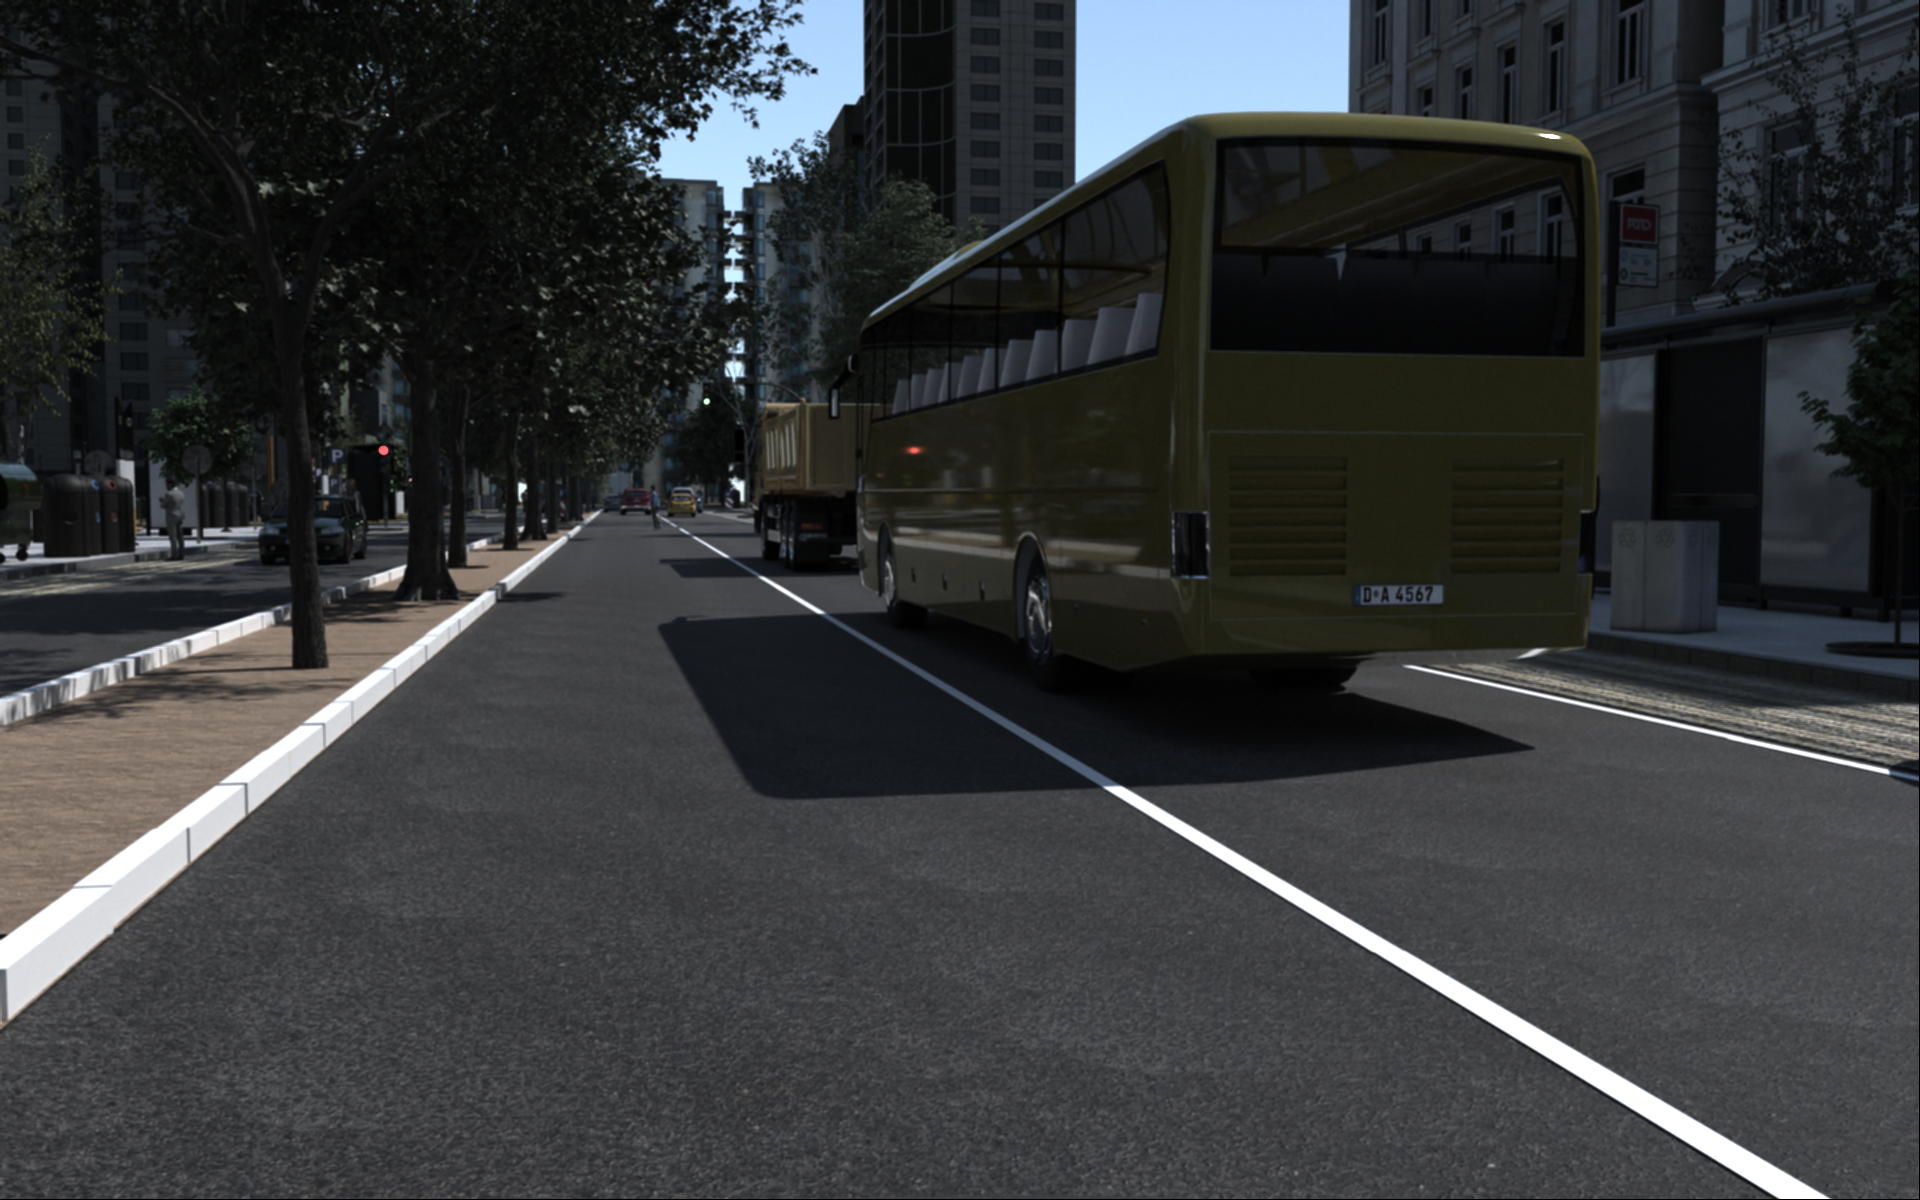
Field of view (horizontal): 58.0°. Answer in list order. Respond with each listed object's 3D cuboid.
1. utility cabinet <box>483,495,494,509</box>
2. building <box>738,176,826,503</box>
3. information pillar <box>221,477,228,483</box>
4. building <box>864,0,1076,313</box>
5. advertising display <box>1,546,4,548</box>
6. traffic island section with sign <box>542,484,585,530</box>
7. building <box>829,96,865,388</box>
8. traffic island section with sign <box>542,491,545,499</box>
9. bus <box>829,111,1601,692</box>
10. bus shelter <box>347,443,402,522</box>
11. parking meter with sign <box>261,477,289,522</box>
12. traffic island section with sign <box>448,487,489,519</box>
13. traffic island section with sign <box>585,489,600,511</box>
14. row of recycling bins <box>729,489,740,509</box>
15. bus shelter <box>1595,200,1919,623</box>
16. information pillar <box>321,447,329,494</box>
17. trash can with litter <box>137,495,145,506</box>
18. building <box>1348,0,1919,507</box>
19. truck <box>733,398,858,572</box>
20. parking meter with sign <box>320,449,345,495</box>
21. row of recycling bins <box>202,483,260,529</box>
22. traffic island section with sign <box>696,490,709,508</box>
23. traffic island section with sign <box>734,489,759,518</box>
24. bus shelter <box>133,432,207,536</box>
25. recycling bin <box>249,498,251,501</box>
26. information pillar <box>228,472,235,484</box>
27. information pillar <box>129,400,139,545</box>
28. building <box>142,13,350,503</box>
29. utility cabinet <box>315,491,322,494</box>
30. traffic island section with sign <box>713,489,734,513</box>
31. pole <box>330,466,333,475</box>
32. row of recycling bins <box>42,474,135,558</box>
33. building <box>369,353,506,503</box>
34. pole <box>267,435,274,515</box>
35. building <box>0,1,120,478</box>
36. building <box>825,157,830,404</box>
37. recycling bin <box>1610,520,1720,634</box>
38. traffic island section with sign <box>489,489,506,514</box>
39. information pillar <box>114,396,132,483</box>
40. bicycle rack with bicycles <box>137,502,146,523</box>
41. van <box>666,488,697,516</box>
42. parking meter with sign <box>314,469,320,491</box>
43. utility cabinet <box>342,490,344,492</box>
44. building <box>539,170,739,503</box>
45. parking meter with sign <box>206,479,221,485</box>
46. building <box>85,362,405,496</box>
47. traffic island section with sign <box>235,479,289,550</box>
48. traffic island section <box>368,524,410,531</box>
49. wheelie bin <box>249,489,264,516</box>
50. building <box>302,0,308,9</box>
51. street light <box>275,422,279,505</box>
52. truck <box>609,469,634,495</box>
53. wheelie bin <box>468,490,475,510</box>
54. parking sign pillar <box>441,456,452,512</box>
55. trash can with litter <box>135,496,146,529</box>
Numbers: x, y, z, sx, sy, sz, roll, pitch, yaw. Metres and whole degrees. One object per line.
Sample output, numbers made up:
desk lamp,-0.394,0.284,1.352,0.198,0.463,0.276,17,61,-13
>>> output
utility cabinet,-40.188,-8.339,147.511,1.020,1.237,0.306,2,4,28
building,-19.182,-39.400,263.805,30.456,49.044,23.786,-1,4,-11
information pillar,-47.415,-7.333,111.248,0.183,3.616,0.504,-2,4,-35
building,-0.566,-45.318,179.203,20.563,71.187,20.611,-1,4,-11
advertising display,-23.173,-2.196,41.116,0.974,1.923,0.123,0,4,3
traffic island section with sign,-17.735,-4.185,76.564,2.006,1.907,1.989,-1,4,-11
building,-7.089,-33.421,196.548,14.600,45.320,14.200,-1,4,-11
traffic island section with sign,-48.588,-11.896,203.121,1.989,1.847,2.006,-1,4,-11
bus,1.114,-1.465,15.498,2.896,3.916,12.252,-1,4,-12
bus shelter,-27.649,-5.547,81.969,1.731,3.624,6.357,-1,4,-11
parking meter with sign,-31.031,-5.067,79.108,1.738,3.016,0.543,0,4,-4
traffic island section with sign,-28.438,-5.582,99.900,1.989,1.847,2.006,-1,4,-11
traffic island section with sign,-32.138,-8.696,150.315,2.006,1.907,1.989,-1,4,-11
row of recycling bins,-19.695,-8.831,151.504,1.069,1.692,3.534,-1,4,-10
bus shelter,9.160,-2.678,21.424,2.179,5.291,8.768,-1,4,-11
information pillar,-27.945,-5.190,76.218,0.183,3.616,0.504,0,4,8
trash can with litter,-64.556,-7.633,136.183,0.624,1.170,1.055,2,4,26
building,21.197,-16.232,51.305,13.634,28.700,20.117,-1,4,-11
truck,-2.650,-2.436,35.749,3.469,3.379,9.791,-1,4,-12
parking meter with sign,-23.852,-4.270,66.069,0.543,3.016,1.738,-1,4,-11
row of recycling bins,-28.173,-3.591,65.818,1.069,1.692,3.534,1,4,9
traffic island section with sign,-27.009,-10.408,178.792,1.989,1.847,2.006,-1,4,-11
traffic island section with sign,-12.228,-5.778,103.090,1.989,1.847,2.006,-1,4,-11
bus shelter,-24.580,-3.760,55.398,2.014,3.302,5.546,-1,4,-11
recycling bin,-47.723,-6.408,117.332,0.722,1.027,0.722,-2,4,-29
information pillar,-50.223,-7.830,119.370,0.504,3.616,0.183,0,4,2
information pillar,-20.685,-3.160,43.020,0.183,3.616,0.504,1,4,9
building,-62.096,-28.622,151.564,14.154,41.232,14.086,-1,4,-11
utility cabinet,-42.791,-6.551,115.779,1.173,1.500,0.318,0,4,0
traffic island section with sign,-17.517,-7.433,130.163,1.989,1.847,2.006,-1,4,-11
pole,-45.763,-8.096,126.208,0.158,3.312,0.155,0,3,0
row of recycling bins,-18.394,-1.800,36.538,1.069,1.692,3.534,0,4,-7
building,-79.770,-38.670,251.863,30.456,49.044,23.786,-1,4,-11
pole,-23.868,-4.045,59.987,0.158,3.312,0.155,0,3,0
building,-105.204,-45.849,187.877,20.611,71.187,20.563,-1,4,-11
building,-9.497,-32.232,210.586,14.154,41.232,14.086,-1,4,-11
recycling bin,6.624,-0.228,16.287,0.722,1.027,0.722,-3,5,-40
traffic island section with sign,-33.590,-7.201,126.360,1.989,1.847,2.006,-1,4,-11
information pillar,-20.214,-3.080,41.711,0.183,3.616,0.504,-1,4,-12
bicycle rack with bicycles,-37.377,-3.934,77.701,2.925,0.926,2.852,1,4,14
van,-18.159,-6.494,113.195,2.013,2.044,4.112,-1,4,-10
parking meter with sign,-44.688,-7.548,119.669,1.738,3.016,0.543,3,5,41
utility cabinet,-28.227,-4.271,78.513,0.318,1.500,1.173,0,4,-2
building,-49.491,-39.037,257.856,30.456,49.044,23.786,-1,4,-11
parking meter with sign,-33.768,-5.018,78.301,0.543,3.016,1.738,0,4,0
building,-79.649,-53.745,191.408,31.000,86.520,22.319,-1,4,-11
traffic island section with sign,-17.811,-2.255,45.497,1.989,1.847,2.006,-1,4,-11
traffic island section,-22.503,-2.787,67.851,2.009,0.180,2.903,-1,4,-11
wheelie bin,-41.081,-5.702,101.134,0.693,1.594,0.980,-1,4,-13
building,-69.494,-44.616,167.722,20.563,71.187,20.611,-1,4,-11
street light,-22.377,-5.130,56.670,0.468,5.910,1.993,-1,4,-11
truck,-39.457,-13.011,201.647,2.839,4.237,11.283,-1,4,-9
wheelie bin,-38.854,-7.902,137.101,0.980,1.594,0.693,0,4,-1
parking sign pillar,-36.302,-8.258,123.495,1.447,3.967,1.447,2,4,32
trash can with litter,-30.636,-3.202,63.406,1.678,1.210,2.233,2,4,28
